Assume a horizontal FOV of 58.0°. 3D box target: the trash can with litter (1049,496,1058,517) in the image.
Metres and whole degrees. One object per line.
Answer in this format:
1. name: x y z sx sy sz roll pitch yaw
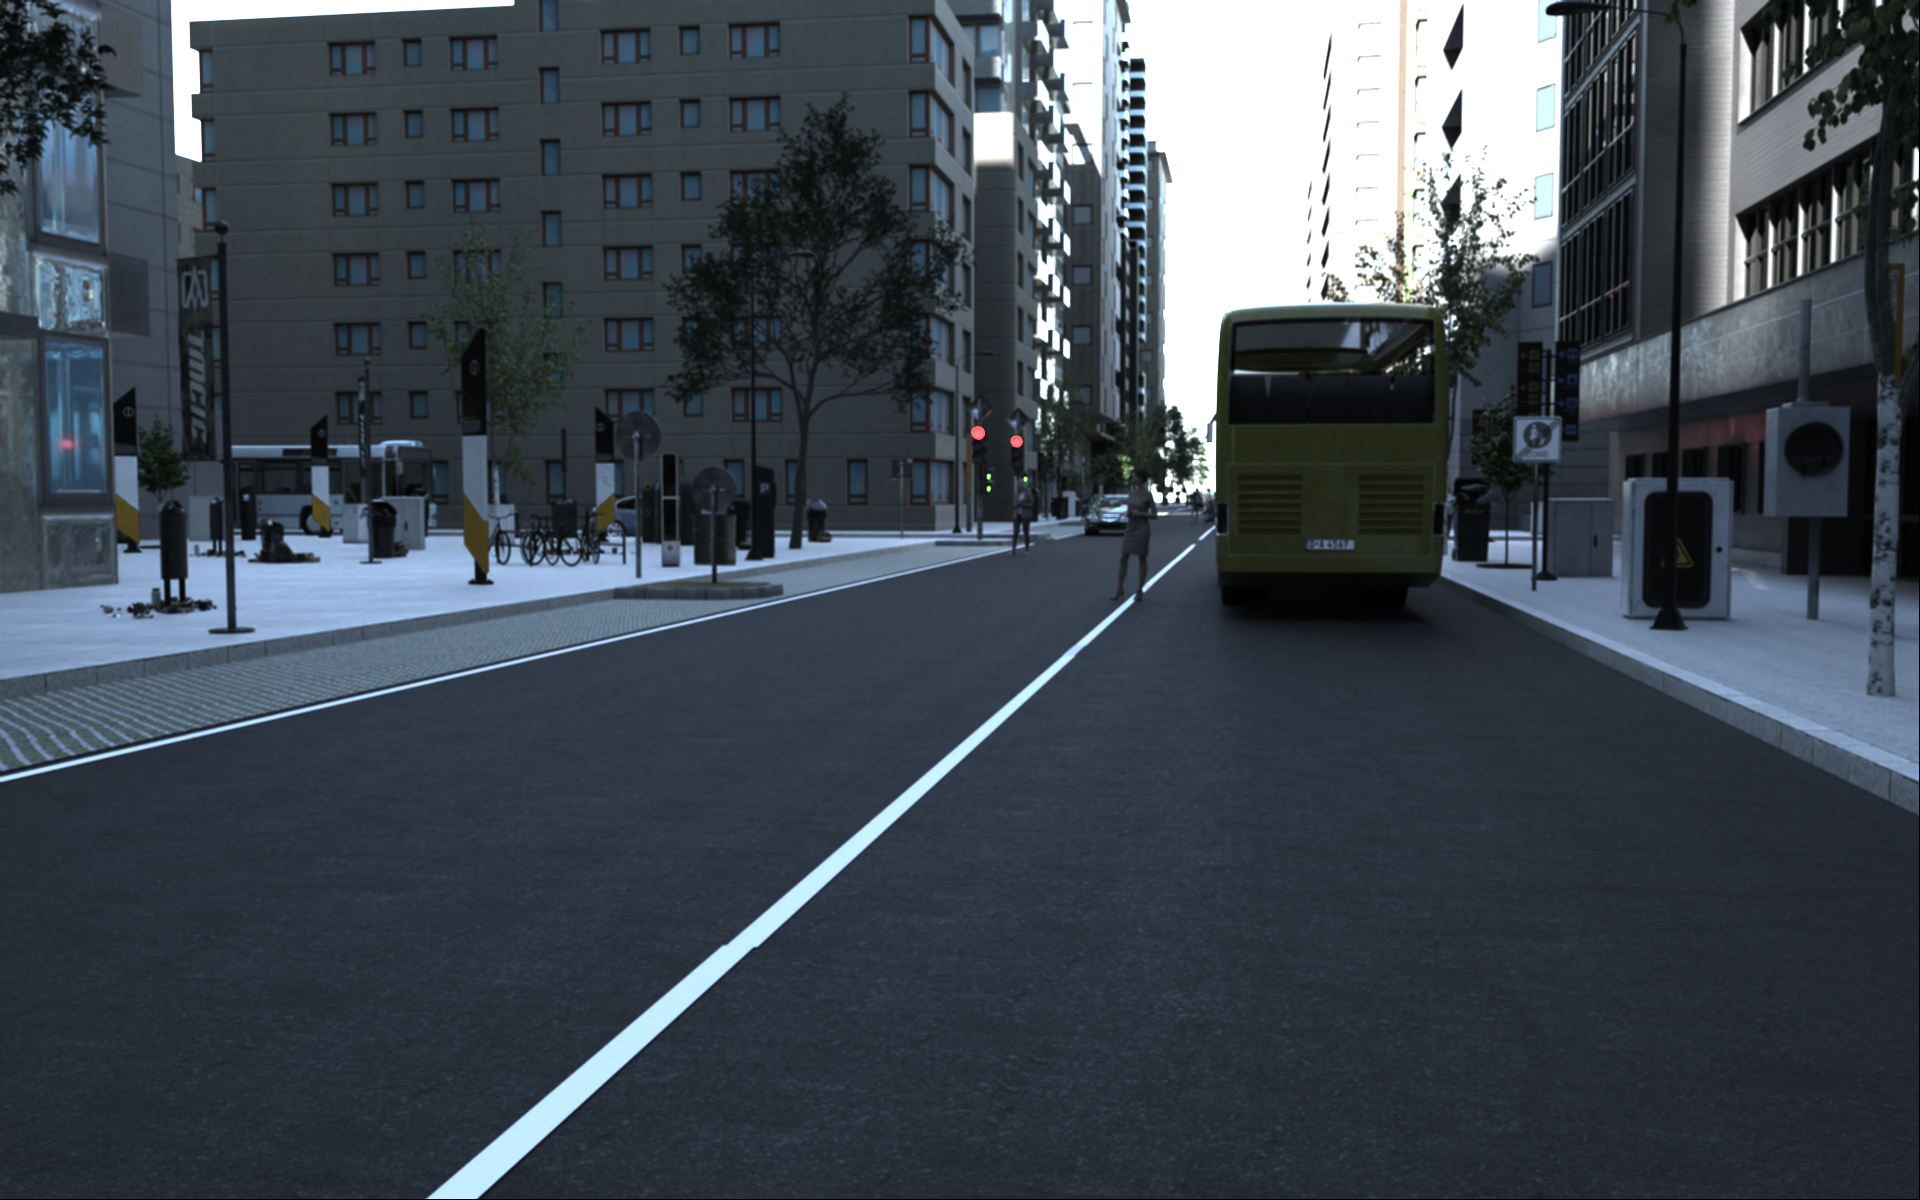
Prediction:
1. trash can with litter: 5.382 -5.305 98.129 0.624 1.170 1.055 1 4 9

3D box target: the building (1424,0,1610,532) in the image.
1. building: 32.238 -31.793 61.812 28.212 58.520 21.231 1 4 10

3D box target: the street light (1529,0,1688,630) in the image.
1. street light: 6.209 -2.682 16.388 1.470 5.913 1.316 1 4 10

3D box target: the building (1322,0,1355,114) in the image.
1. building: 44.297 -32.729 158.819 21.300 48.544 21.600 1 4 10

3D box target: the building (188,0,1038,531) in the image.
1. building: -12.096 -14.097 75.525 27.650 21.520 28.899 1 4 10

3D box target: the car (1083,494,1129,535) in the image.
1. car: 5.479 -3.037 61.451 2.131 1.459 4.920 1 4 9

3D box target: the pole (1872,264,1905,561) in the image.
1. pole: 8.289 -1.323 15.480 0.158 3.312 0.155 0 3 0

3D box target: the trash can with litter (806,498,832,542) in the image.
1. trash can with litter: -3.712 -2.142 46.406 0.624 1.170 1.055 -2 4 -29

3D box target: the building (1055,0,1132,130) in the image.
1. building: 1.645 -35.572 170.839 28.713 52.752 27.495 1 4 10

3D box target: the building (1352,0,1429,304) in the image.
1. building: 39.017 -27.991 141.246 14.154 41.232 14.086 1 4 10

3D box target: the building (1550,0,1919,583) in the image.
1. building: 18.917 -12.684 26.454 14.314 24.678 30.058 1 4 10

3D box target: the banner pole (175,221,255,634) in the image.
1. banner pole: -6.967 -1.595 16.090 0.863 3.779 0.401 2 4 29

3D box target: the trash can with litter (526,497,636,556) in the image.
1. trash can with litter: -8.020 -1.576 36.828 2.233 1.210 1.678 0 4 -7

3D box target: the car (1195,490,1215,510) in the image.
1. car: 22.261 -9.055 156.715 2.281 1.827 5.304 0 4 8

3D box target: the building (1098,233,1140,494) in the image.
1. building: 12.276 -25.645 191.003 14.160 30.474 14.107 1 4 10

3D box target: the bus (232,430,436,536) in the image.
1. bus: -22.969 -3.772 56.538 13.247 3.499 2.948 1 4 11

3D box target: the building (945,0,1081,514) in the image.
1. building: -4.822 -30.091 111.599 23.786 49.044 30.456 1 4 10

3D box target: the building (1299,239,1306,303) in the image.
1. building: 61.184 -36.295 277.013 14.154 41.232 14.086 1 4 10

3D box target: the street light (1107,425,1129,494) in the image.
1. street light: 10.475 -8.775 116.018 1.470 5.913 1.316 1 4 10

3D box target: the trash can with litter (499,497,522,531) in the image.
1. trash can with litter: -15.621 -2.977 60.057 1.055 1.170 0.624 2 4 31

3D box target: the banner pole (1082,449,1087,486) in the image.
1. banner pole: 6.939 -6.525 96.698 0.401 3.779 0.863 -1 4 -17

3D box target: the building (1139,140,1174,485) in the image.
1. building: 17.358 -41.213 263.064 28.713 52.752 27.495 1 4 10

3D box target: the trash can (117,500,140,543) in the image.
1. trash can: -21.754 -2.049 45.149 0.748 1.137 0.748 0 3 0

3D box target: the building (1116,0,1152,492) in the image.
1. building: 15.107 -56.227 231.982 22.319 86.520 31.000 1 4 10

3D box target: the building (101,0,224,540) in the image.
1. building: -33.831 -36.909 41.715 20.611 71.187 20.563 1 4 10

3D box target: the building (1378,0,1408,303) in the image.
1. building: 33.133 -27.847 105.417 14.600 45.320 14.200 1 4 10

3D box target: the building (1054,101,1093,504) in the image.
1. building: -4.224 -27.742 145.460 32.217 40.220 23.993 1 4 10

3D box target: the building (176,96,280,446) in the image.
1. building: -54.830 -14.697 85.338 28.899 21.520 27.650 1 4 10

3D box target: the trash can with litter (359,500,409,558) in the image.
1. trash can with litter: -11.623 -1.445 35.020 0.624 1.170 1.055 0 4 8

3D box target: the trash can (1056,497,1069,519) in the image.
1. trash can: 5.300 -4.775 89.723 0.748 1.137 0.748 0 3 0

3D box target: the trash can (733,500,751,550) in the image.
1. trash can: -4.916 -1.738 40.064 0.748 1.137 0.748 0 3 0

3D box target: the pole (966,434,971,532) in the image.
1. pole: 0.300 -3.965 58.669 0.158 3.312 0.155 0 3 0

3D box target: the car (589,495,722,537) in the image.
1. car: -9.131 -2.529 53.344 4.499 1.417 2.014 1 4 11

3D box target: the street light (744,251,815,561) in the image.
1. street light: -3.463 -3.718 33.328 1.470 5.913 1.316 1 4 10

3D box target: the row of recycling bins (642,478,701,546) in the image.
1. row of recycling bins: -7.436 -2.302 44.757 1.069 1.692 3.534 -1 4 -23

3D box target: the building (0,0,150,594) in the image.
1. building: -23.522 -24.000 12.013 23.786 49.044 30.456 1 4 10

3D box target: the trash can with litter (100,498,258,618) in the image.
1. trash can with litter: -8.798 -0.477 18.856 1.678 1.210 2.233 0 4 -7

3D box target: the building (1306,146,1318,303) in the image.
1. building: 56.633 -36.962 228.034 21.300 48.544 21.600 1 4 10

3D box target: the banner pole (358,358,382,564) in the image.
1. banner pole: -11.054 -2.580 32.199 0.401 3.779 0.863 -2 4 -34

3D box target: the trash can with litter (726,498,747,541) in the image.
1. trash can with litter: -6.251 -2.171 46.888 1.055 1.170 0.624 2 4 27

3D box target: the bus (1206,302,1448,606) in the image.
1. bus: 4.988 -2.054 25.134 2.896 3.916 12.252 1 4 8
